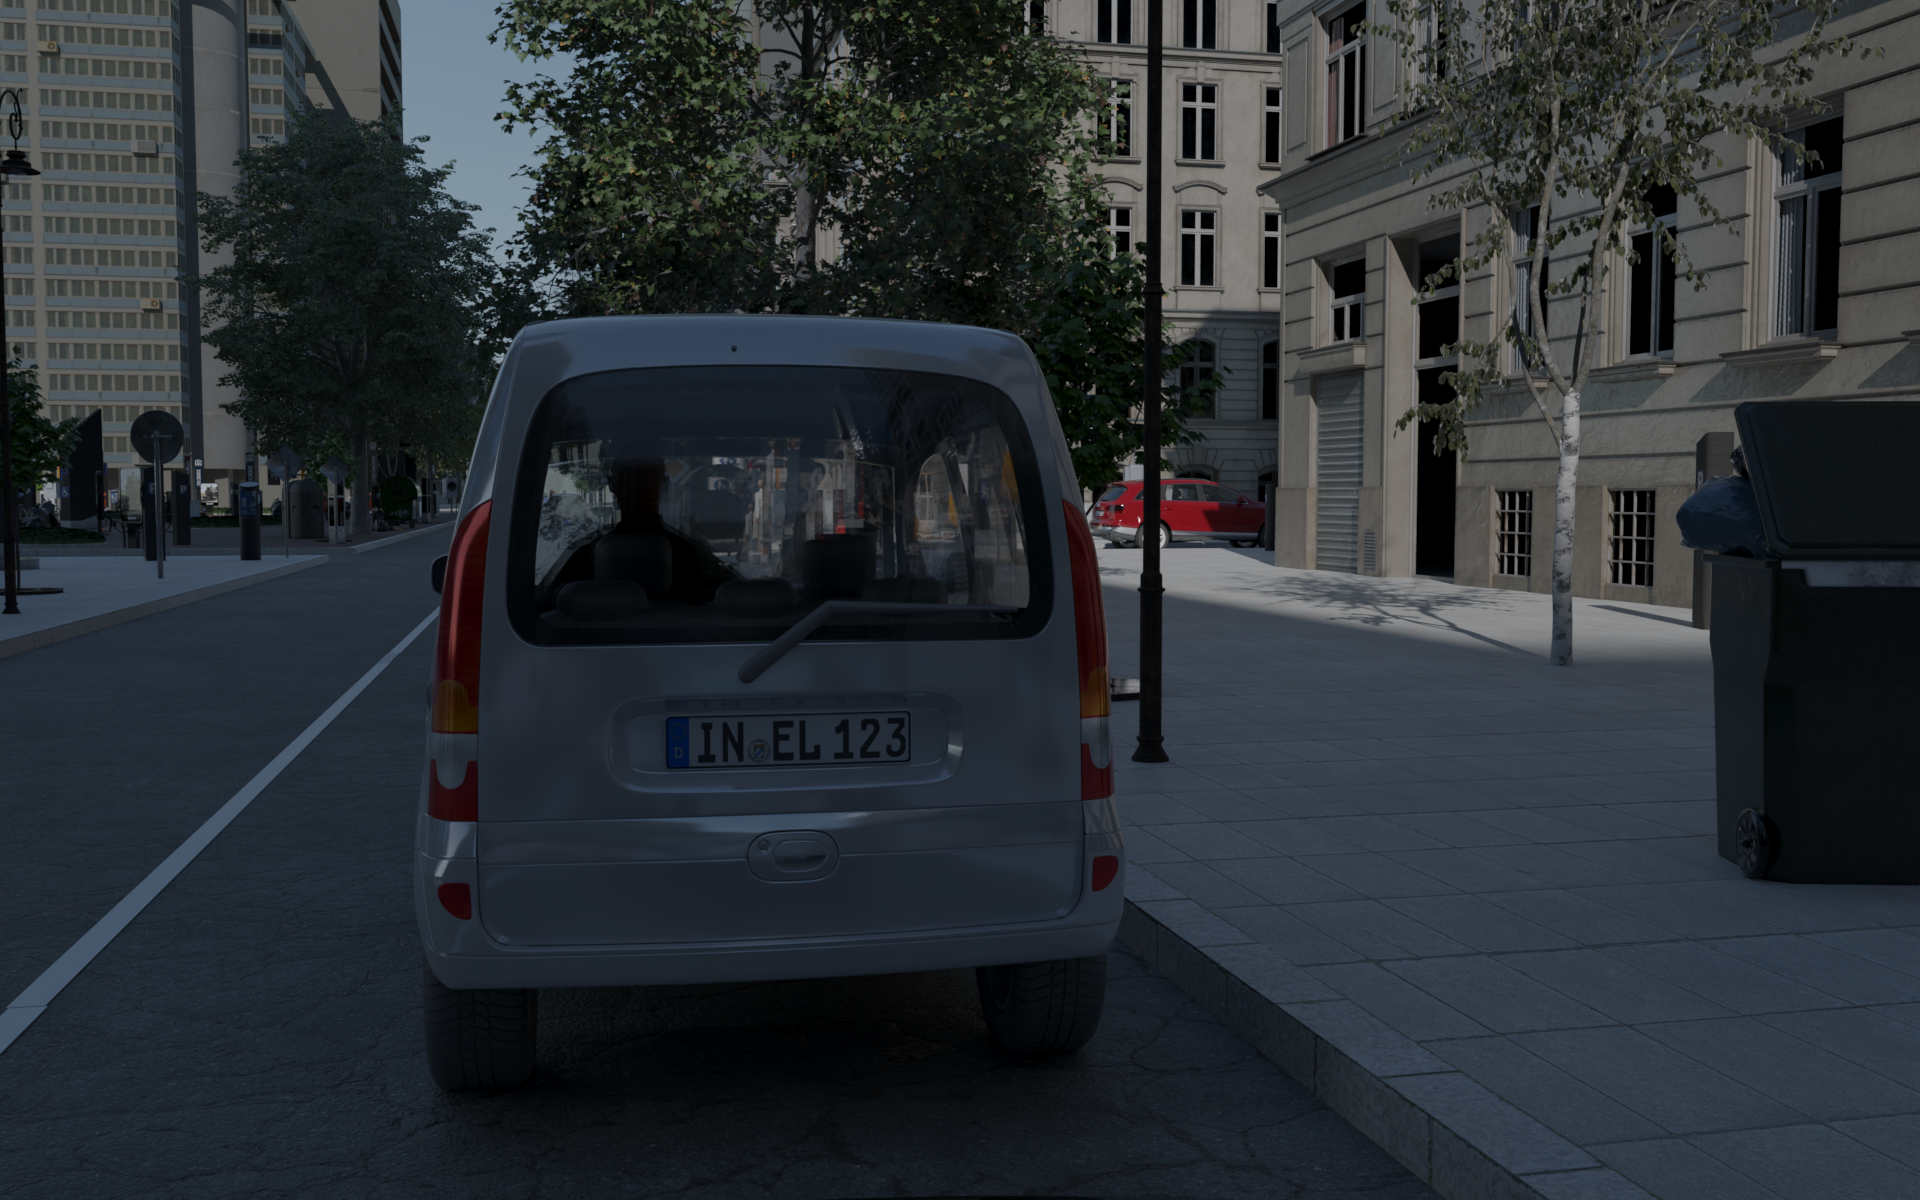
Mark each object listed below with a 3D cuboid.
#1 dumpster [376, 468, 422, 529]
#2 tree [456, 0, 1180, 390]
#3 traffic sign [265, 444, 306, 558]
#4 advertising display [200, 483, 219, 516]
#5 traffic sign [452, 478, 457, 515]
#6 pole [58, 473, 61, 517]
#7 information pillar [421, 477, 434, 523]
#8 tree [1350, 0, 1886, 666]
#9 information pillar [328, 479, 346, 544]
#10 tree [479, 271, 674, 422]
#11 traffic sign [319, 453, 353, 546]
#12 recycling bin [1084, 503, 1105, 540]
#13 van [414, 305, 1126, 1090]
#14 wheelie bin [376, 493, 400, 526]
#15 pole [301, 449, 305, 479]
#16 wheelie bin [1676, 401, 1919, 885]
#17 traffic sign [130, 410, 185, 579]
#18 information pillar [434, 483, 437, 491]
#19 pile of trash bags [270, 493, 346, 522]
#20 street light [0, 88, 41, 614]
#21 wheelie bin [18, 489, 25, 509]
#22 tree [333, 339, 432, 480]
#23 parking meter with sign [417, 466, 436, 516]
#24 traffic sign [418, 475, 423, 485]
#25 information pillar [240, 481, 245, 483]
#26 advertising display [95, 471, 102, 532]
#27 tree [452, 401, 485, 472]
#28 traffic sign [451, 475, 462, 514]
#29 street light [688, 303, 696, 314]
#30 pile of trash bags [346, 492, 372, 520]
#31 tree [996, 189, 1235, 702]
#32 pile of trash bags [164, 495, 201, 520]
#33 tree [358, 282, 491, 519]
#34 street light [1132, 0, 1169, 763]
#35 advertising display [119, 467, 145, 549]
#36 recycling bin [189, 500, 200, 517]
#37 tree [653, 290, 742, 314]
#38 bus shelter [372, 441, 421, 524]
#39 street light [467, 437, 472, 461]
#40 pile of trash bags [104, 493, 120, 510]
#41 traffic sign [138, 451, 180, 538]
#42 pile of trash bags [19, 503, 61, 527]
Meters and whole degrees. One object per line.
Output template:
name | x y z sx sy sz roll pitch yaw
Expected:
dumpster | -21.034 -3.818 64.921 1.502 2.255 1.985 -1 4 -13
tree | -1.976 -6.446 22.397 9.611 12.733 9.660 0 3 0
traffic sign | -13.541 -1.906 34.813 0.795 2.450 0.064 -1 4 -13
advertising display | -43.739 -5.855 100.950 0.974 1.923 0.123 -1 4 -12
traffic sign | -31.496 -6.437 107.370 0.606 2.300 0.079 -1 4 -13
pole | -50.124 -6.273 96.410 0.158 3.312 0.155 0 3 0
information pillar | -23.396 -4.365 75.860 0.304 2.012 0.304 1 4 9
tree | 4.663 -3.826 12.923 4.360 8.622 3.978 0 3 0
information pillar | -15.964 -2.438 44.354 0.304 2.012 0.304 3 4 37
tree | -15.462 -10.318 79.071 12.009 13.543 11.850 0 3 0
traffic sign | -15.338 -2.382 42.594 0.795 2.450 0.064 -1 4 -13
recycling bin | 3.609 -2.208 48.660 0.722 1.027 0.722 -2 4 -31
van | -0.743 0.083 5.651 2.013 2.044 4.112 -1 4 -11
wheelie bin | -22.797 -3.746 69.157 0.980 1.594 0.693 -2 4 -29
pole | -29.943 -5.206 78.953 0.158 3.312 0.155 0 3 0
wheelie bin | 2.924 0.123 5.904 0.980 1.594 0.693 0 4 4
traffic sign | -12.154 -1.599 26.256 0.768 2.556 0.104 -1 4 -12
information pillar | -33.437 -6.450 109.944 0.304 2.012 0.304 2 4 35
pile of trash bags | -30.655 -4.340 80.714 3.447 1.369 1.912 2 4 32
street light | -10.172 -2.789 18.393 0.468 5.910 1.993 -1 4 -13
wheelie bin | -42.941 -4.337 78.821 0.980 1.594 0.693 0 4 2
tree | -23.247 -7.347 70.491 4.360 8.622 3.978 0 3 0
parking meter with sign | -31.626 -6.501 102.545 0.543 3.016 1.738 0 4 6
traffic sign | -33.050 -6.536 106.860 0.884 2.594 0.081 0 4 -5
information pillar | -38.835 -5.476 94.032 0.304 2.012 0.304 1 4 13
advertising display | -24.593 -2.707 49.469 0.123 1.923 0.974 -2 4 -28
tree | -34.254 -10.507 122.149 4.737 8.622 4.395 0 3 0
traffic sign | -33.207 -6.973 114.115 0.768 2.556 0.104 -1 4 -11
street light | -5.607 -3.879 36.210 0.468 5.910 1.993 -1 4 -13
pile of trash bags | -30.951 -4.743 87.295 3.447 1.369 1.912 -3 4 -37
tree | 0.916 -1.008 11.078 1.663 3.219 1.824 0 3 0
pile of trash bags | -38.094 -4.527 83.766 1.912 1.369 3.447 0 4 -2
tree | -27.616 -10.486 89.567 7.486 12.596 7.792 0 3 0
street light | 0.916 -2.164 8.164 0.468 5.910 1.993 -1 4 -13
advertising display | -19.556 -2.186 40.957 0.974 1.923 0.123 2 4 35
recycling bin | -33.891 -3.888 76.126 0.722 1.027 0.722 -3 5 -41
tree | -8.474 -7.322 54.132 7.601 10.594 8.767 -3 5 -42
bus shelter | -24.745 -5.207 76.414 1.731 3.624 6.357 -1 4 -13
street light | -33.158 -8.844 117.387 0.468 5.910 1.993 -1 4 -13
pile of trash bags | -46.111 -5.261 95.763 3.447 1.369 1.912 0 4 3
traffic sign | -13.738 -1.810 29.693 0.768 2.556 0.104 0 4 -6
pile of trash bags | -32.318 -3.000 58.804 3.447 1.369 1.912 0 4 7
